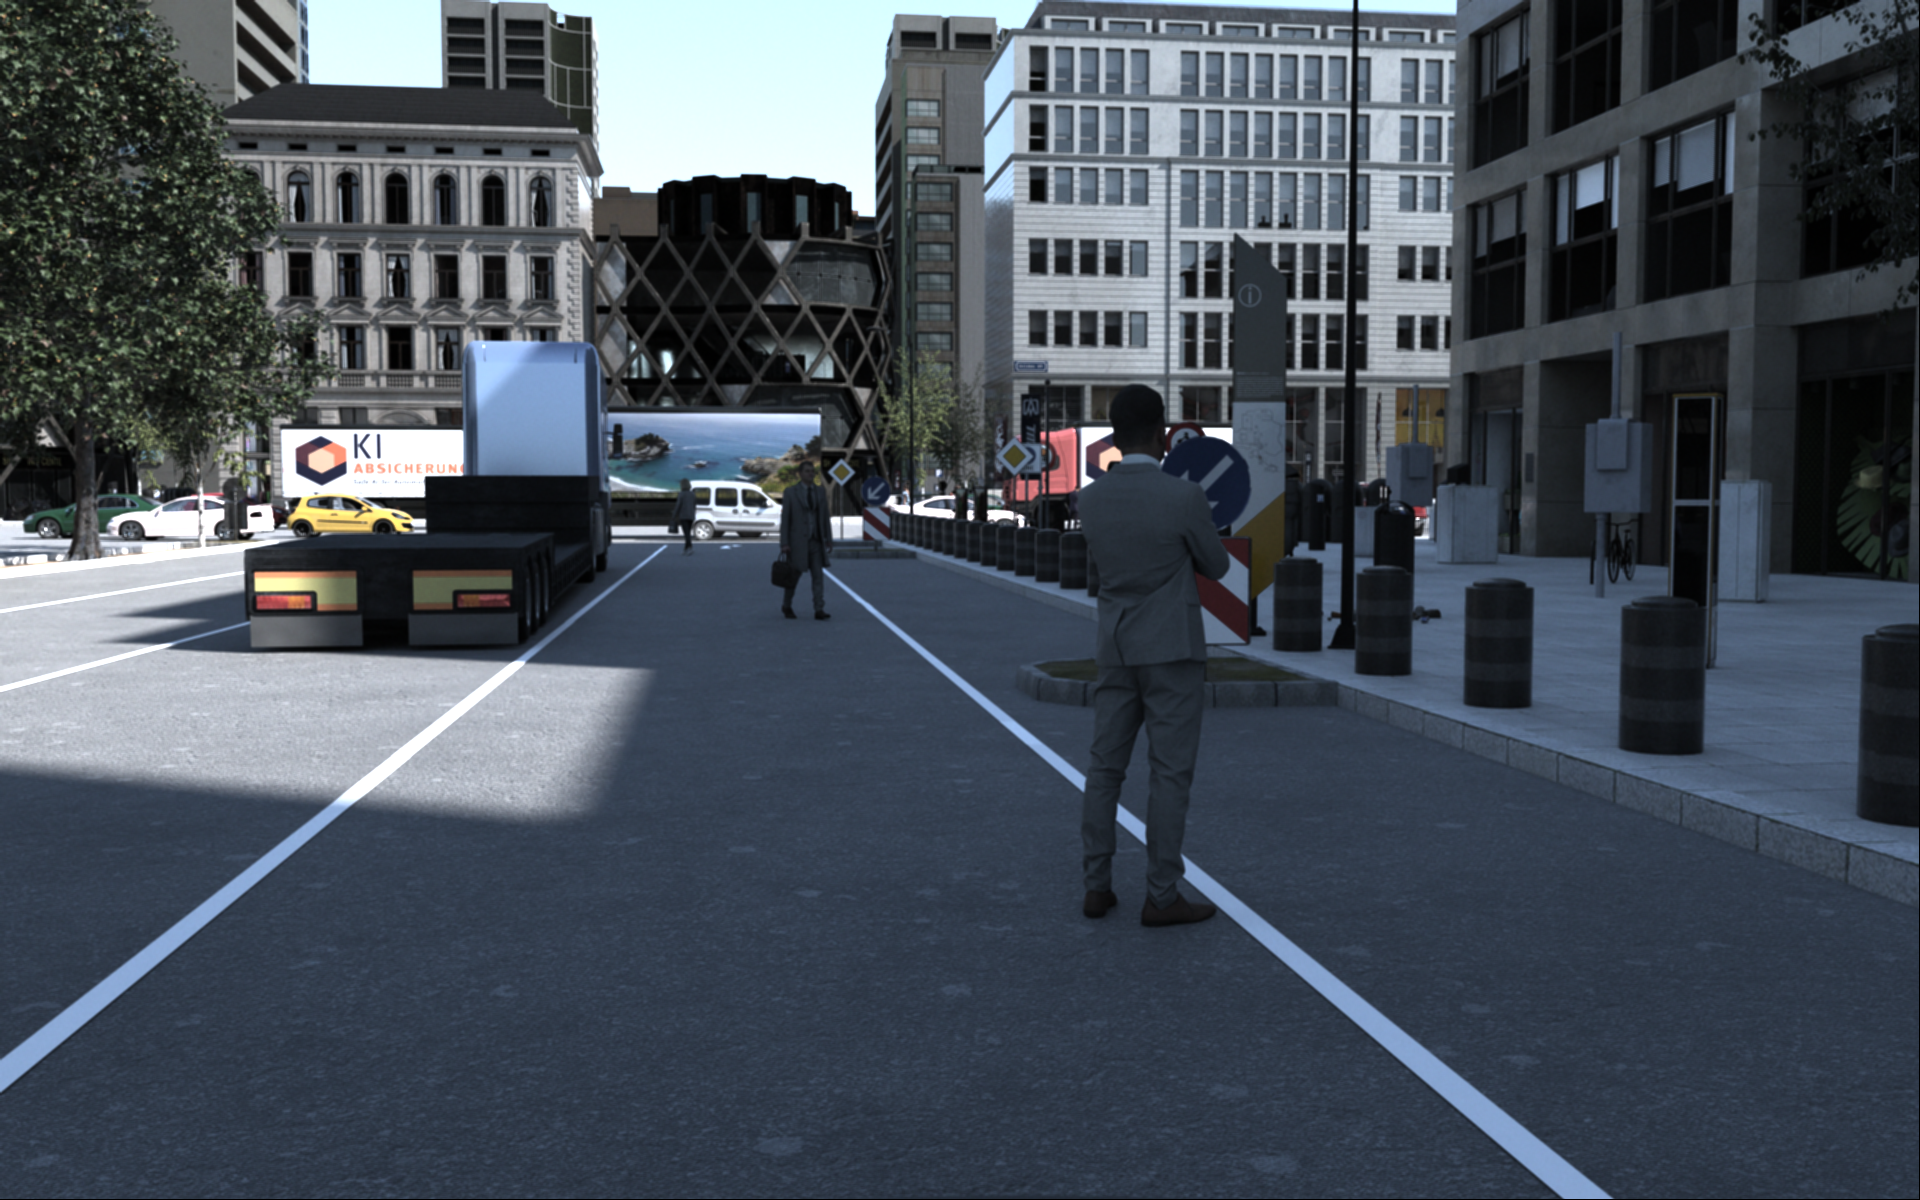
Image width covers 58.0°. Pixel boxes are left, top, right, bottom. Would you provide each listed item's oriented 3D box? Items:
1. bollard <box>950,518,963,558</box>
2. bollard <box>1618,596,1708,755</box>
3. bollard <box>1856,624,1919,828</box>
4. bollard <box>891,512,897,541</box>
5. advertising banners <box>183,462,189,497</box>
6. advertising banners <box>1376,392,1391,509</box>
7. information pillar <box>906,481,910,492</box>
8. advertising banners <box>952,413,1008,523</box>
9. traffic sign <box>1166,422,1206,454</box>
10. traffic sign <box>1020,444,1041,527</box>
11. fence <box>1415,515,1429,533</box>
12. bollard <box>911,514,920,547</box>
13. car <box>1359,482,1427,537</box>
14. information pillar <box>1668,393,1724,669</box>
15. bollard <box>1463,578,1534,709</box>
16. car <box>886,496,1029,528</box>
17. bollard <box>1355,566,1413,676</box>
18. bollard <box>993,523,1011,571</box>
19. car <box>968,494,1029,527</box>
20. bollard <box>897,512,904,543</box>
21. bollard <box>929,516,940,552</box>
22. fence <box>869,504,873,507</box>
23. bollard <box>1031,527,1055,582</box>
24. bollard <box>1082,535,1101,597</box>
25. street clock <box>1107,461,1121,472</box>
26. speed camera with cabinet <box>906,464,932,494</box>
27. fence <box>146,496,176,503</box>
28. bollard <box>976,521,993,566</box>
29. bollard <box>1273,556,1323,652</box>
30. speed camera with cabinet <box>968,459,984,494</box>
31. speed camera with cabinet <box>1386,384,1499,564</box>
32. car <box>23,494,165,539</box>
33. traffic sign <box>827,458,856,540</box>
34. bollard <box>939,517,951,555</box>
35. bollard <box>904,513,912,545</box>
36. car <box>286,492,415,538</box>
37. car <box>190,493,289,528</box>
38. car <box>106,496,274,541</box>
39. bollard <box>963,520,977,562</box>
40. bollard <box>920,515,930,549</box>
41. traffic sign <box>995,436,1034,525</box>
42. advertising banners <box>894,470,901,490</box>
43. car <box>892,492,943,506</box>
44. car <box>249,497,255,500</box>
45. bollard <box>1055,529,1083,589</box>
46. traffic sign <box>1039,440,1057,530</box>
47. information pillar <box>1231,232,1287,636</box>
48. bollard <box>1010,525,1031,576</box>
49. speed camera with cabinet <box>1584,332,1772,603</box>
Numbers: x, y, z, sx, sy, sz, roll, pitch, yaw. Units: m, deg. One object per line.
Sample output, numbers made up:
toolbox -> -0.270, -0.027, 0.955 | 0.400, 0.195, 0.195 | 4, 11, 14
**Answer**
bollard -> 0.079, -1.221, 34.678 | 0.404, 0.777, 0.398 | 0, 3, 0
bollard -> 3.520, 0.369, 8.679 | 0.404, 0.777, 0.398 | 0, 3, 0
bollard -> 3.764, 0.483, 6.817 | 0.404, 0.777, 0.398 | 0, 3, 0
bollard -> -1.641, -2.016, 47.679 | 0.404, 0.777, 0.398 | 0, 3, 0
advertising banners -> -42.376, -6.035, 94.854 | 0.090, 3.025, 2.074 | -1, 4, -18
advertising banners -> 7.142, -2.022, 29.256 | 0.090, 3.025, 2.074 | 1, 4, 8
information pillar -> -2.839, -5.670, 97.199 | 0.304, 2.012, 0.304 | 2, 4, 35
advertising banners -> 0.442, -2.574, 38.265 | 0.090, 3.025, 2.074 | -2, 4, -34
traffic sign -> 3.979, -1.865, 30.595 | 0.768, 2.556, 0.104 | 0, 4, -2
traffic sign -> 1.347, -2.011, 35.009 | 0.606, 2.300, 0.079 | 0, 4, -2
fence -> 13.512, -2.120, 50.042 | 2.069, 0.683, 0.278 | -1, 4, -9
bollard -> -0.900, -1.675, 42.097 | 0.404, 0.777, 0.398 | 0, 3, 0
car -> 13.740, -2.992, 57.585 | 2.281, 1.827, 5.304 | 0, 4, -7
information pillar -> 5.432, -0.508, 12.804 | 0.304, 2.012, 0.304 | 2, 4, 32
bollard -> 3.274, 0.256, 10.531 | 0.404, 0.777, 0.398 | 0, 3, 0
car -> -0.099, -2.760, 57.485 | 4.827, 1.381, 2.083 | 0, 4, -8
bollard -> 3.030, 0.143, 12.384 | 0.404, 0.777, 0.398 | 0, 3, 0
bollard -> 0.817, -0.881, 29.119 | 0.404, 0.777, 0.398 | 0, 3, 0
car -> 1.201, -3.839, 74.561 | 4.920, 1.459, 2.131 | -1, 4, -9
bollard -> -1.396, -1.903, 45.823 | 0.404, 0.777, 0.398 | 0, 3, 0
bollard -> -0.409, -1.447, 38.383 | 0.404, 0.777, 0.398 | 0, 3, 0
fence -> -6.058, -6.217, 112.858 | 0.480, 1.192, 2.264 | 1, 4, 18
bollard -> 1.303, -0.653, 25.393 | 0.404, 0.777, 0.398 | 0, 3, 0
bollard -> 1.797, -0.426, 21.678 | 0.404, 0.777, 0.398 | 0, 3, 0
street clock -> 3.421, -2.045, 38.005 | 0.358, 2.002, 0.471 | -1, 4, -21
speed camera with cabinet -> -2.528, -6.846, 106.275 | 0.660, 3.252, 2.038 | 2, 4, 35
fence -> -40.482, -4.661, 87.413 | 2.264, 1.192, 0.480 | 1, 4, 13
bollard -> 0.565, -0.994, 30.970 | 0.404, 0.777, 0.398 | 0, 3, 0
bollard -> 2.779, 0.029, 14.246 | 0.404, 0.777, 0.398 | 0, 3, 0
speed camera with cabinet -> 0.840, -6.387, 98.758 | 0.660, 3.252, 2.038 | -1, 4, -14
speed camera with cabinet -> 8.833, -2.285, 31.700 | 2.038, 3.252, 0.660 | -1, 4, -16
car -> -27.679, -2.710, 56.105 | 4.920, 1.459, 2.131 | 0, 4, -8
traffic sign -> -3.304, -2.734, 48.346 | 0.795, 2.450, 0.064 | 0, 4, -8
bollard -> -0.165, -1.334, 36.531 | 0.404, 0.777, 0.398 | 0, 3, 0
bollard -> -1.147, -1.789, 43.971 | 0.404, 0.777, 0.398 | 0, 3, 0
car -> -20.202, -2.891, 57.487 | 3.980, 1.641, 2.015 | 0, 4, -7
car -> -30.065, -3.844, 71.896 | 4.494, 1.783, 2.155 | -1, 4, -9
car -> -23.790, -2.521, 53.573 | 4.827, 1.381, 2.083 | 0, 4, -6
bollard -> 0.327, -1.107, 32.823 | 0.404, 0.777, 0.398 | 0, 3, 0
bollard -> -0.655, -1.561, 40.245 | 0.404, 0.777, 0.398 | 0, 3, 0
traffic sign -> 1.089, -2.056, 34.793 | 0.795, 2.450, 0.064 | 0, 4, -7
advertising banners -> -5.191, -7.817, 124.003 | 2.074, 3.025, 0.090 | 1, 4, 21
car -> -0.938, -3.754, 71.159 | 4.222, 1.686, 2.009 | 0, 4, -8
car -> -32.020, -3.802, 74.744 | 3.894, 1.354, 1.945 | 0, 4, -6
bollard -> 1.556, -0.540, 23.542 | 0.404, 0.777, 0.398 | 0, 3, 0
traffic sign -> 1.890, -2.485, 40.741 | 0.768, 2.556, 0.104 | 0, 4, -2
information pillar -> 2.681, -1.485, 15.630 | 0.504, 3.616, 0.183 | 0, 4, 1
bollard -> 1.061, -0.766, 27.245 | 0.404, 0.777, 0.398 | 0, 3, 0
speed camera with cabinet -> 8.705, -1.632, 21.017 | 2.038, 3.252, 0.660 | 3, 4, 36
